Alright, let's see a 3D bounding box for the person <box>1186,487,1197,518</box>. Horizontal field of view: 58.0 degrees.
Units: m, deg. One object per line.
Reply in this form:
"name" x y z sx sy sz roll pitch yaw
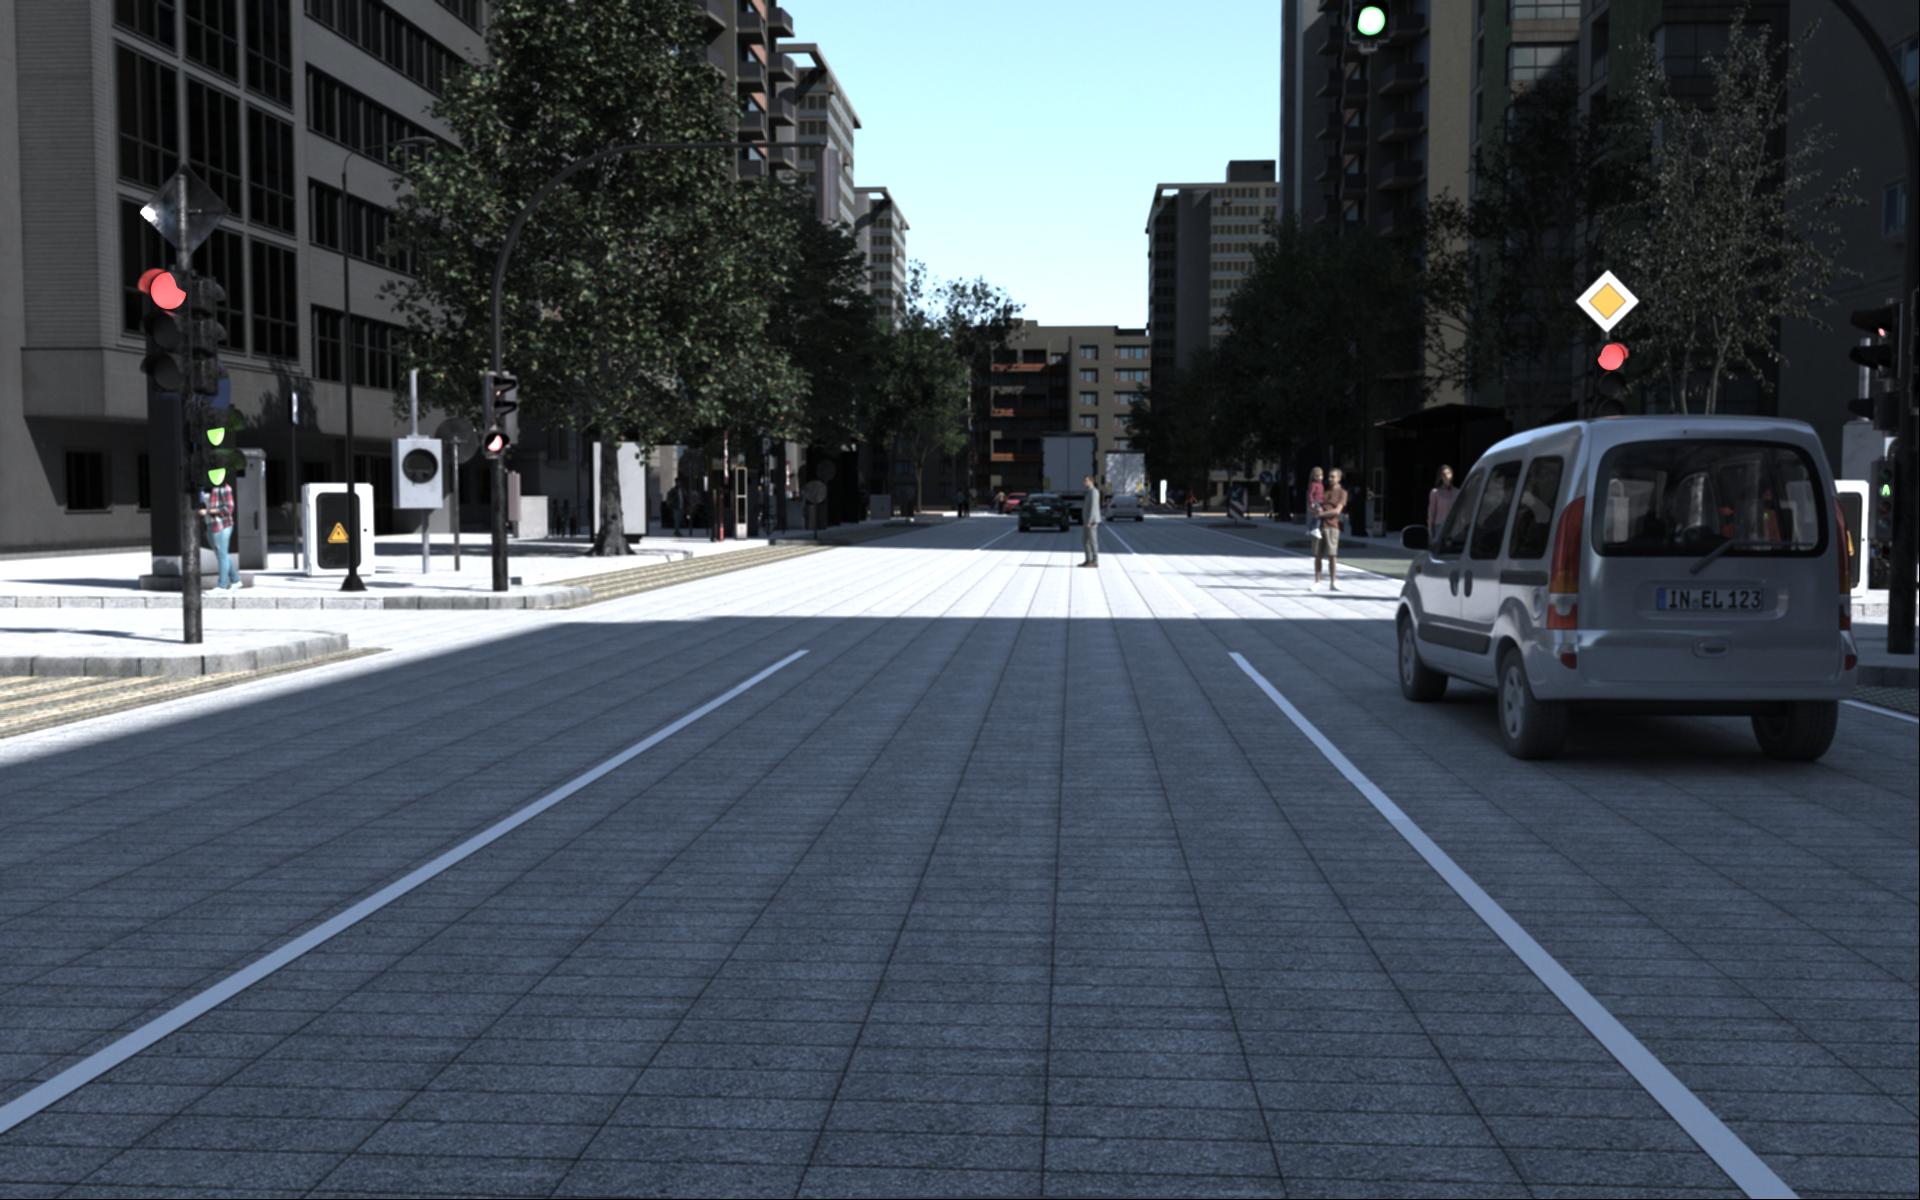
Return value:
"person" 13.922 -5.885 104.659 0.705 1.831 1.348 -1 4 -21

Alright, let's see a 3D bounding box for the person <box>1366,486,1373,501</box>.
"person" 24.215 -5.885 102.976 0.721 1.735 1.217 -3 4 -37

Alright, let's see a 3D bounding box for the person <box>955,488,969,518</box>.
"person" 0.043 -5.912 105.142 0.705 1.826 1.348 -2 4 -35

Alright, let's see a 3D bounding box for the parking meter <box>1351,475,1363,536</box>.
"parking meter" 12.136 -2.874 52.707 0.399 1.863 0.255 2 4 29

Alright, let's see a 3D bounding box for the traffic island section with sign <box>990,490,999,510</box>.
"traffic island section with sign" 2.810 -8.789 152.327 1.989 1.847 2.006 0 4 4

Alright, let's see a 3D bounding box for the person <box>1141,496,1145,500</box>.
"person" 13.695 -7.619 133.794 1.217 1.735 0.721 0 4 -4

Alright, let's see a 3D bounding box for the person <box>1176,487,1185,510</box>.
"person" 18.048 -8.316 141.871 0.709 1.838 0.599 1 4 20

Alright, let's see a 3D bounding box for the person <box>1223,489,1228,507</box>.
"person" 26.579 -10.142 171.858 0.705 1.826 1.348 -2 4 -27

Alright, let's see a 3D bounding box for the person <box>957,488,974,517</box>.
"person" 0.385 -6.121 108.708 1.348 1.807 0.705 -2 4 -35

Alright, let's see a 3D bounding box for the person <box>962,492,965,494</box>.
"person" 0.552 -9.287 157.889 1.348 1.824 0.705 -1 4 -13

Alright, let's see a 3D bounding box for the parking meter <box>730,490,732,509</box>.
"parking meter" -13.245 -5.539 98.972 0.372 1.533 0.369 0 3 0

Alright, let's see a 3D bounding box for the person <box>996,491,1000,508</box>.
"person" 3.767 -9.827 169.836 0.621 1.740 0.551 3 4 37

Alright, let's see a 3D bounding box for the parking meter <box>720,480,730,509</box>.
"parking meter" -10.000 -4.160 73.733 0.399 1.863 0.255 -3 4 -36

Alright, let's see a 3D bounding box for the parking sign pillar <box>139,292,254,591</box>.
"parking sign pillar" -10.433 -2.146 23.567 1.447 3.967 1.447 1 4 12

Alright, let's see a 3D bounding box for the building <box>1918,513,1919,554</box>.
"building" 31.341 -25.368 38.474 21.600 48.544 21.300 0 4 4

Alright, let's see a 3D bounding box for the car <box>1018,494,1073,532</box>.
"car" 3.253 -3.354 66.628 2.131 1.459 4.920 0 4 6

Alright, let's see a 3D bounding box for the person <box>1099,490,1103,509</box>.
"person" 13.747 -9.802 168.773 0.705 1.822 1.348 0 4 -1

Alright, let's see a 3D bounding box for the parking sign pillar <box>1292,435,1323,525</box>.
"parking sign pillar" 14.798 -5.184 73.232 1.447 3.967 1.447 0 4 -7

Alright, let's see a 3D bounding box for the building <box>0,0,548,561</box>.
"building" -22.671 -13.950 47.156 14.314 24.678 30.058 0 4 4

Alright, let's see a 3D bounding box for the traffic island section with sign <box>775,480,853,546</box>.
"traffic island section with sign" -4.062 -2.446 48.617 1.989 1.847 2.006 0 4 4

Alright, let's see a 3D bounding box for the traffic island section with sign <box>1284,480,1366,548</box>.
"traffic island section with sign" 9.751 -2.315 46.483 1.989 1.847 2.006 0 4 4

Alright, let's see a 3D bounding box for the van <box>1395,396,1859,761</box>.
"van" 3.865 -0.225 10.695 2.013 2.044 4.112 0 4 2

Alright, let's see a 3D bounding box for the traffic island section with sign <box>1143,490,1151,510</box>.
"traffic island section with sign" 16.683 -8.715 151.113 1.989 1.847 2.006 0 4 4

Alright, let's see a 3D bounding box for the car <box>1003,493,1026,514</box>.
"car" 4.154 -6.985 123.246 2.155 1.783 4.494 0 4 6

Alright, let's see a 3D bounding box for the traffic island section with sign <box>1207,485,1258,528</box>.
"traffic island section with sign" 11.548 -3.970 73.532 1.989 1.847 2.006 0 4 4

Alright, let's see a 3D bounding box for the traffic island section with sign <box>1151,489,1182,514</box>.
"traffic island section with sign" 14.901 -7.070 124.216 1.989 1.847 2.006 0 4 4

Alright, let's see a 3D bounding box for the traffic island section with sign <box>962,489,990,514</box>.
"traffic island section with sign" 0.968 -7.087 124.502 1.989 1.847 2.006 0 4 4

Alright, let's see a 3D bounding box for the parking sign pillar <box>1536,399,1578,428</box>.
"parking sign pillar" 16.886 -3.729 49.448 1.447 3.967 1.447 0 4 8

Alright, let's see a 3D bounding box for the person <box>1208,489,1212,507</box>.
"person" 24.779 -10.151 172.732 0.721 1.743 1.217 0 4 7

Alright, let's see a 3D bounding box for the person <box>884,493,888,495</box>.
"person" -7.118 -9.846 170.251 0.697 1.427 0.421 -1 4 -19

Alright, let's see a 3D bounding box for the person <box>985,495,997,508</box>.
"person" 2.965 -9.409 162.328 1.348 1.826 0.705 -2 4 -35

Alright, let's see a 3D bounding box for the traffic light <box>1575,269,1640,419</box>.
"traffic light" 8.081 -2.013 21.826 0.839 4.253 0.868 0 4 4

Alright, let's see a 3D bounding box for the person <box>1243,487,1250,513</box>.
"person" 19.310 -6.754 117.133 0.621 1.740 0.551 3 5 39

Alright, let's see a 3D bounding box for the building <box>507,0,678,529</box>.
"building" -20.694 -17.513 73.722 14.401 28.519 23.554 0 4 4

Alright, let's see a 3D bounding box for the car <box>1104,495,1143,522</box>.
"car" 8.700 -4.854 91.721 2.083 1.381 4.827 0 4 3

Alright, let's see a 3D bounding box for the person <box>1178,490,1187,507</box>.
"person" 22.836 -10.271 176.445 1.348 1.822 0.705 1 4 13

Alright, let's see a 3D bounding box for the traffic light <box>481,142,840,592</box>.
"traffic light" -3.957 -2.934 22.640 4.771 5.953 1.251 0 4 4

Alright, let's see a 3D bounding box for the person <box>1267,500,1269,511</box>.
"person" 23.767 -7.784 133.303 0.705 1.826 1.348 1 4 14

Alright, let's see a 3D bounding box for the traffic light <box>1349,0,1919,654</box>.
"traffic light" 5.461 -2.397 13.855 4.771 5.953 1.251 0 4 4

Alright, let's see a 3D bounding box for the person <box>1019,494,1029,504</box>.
"person" 3.770 -5.521 102.003 0.697 1.427 0.421 -2 4 -35

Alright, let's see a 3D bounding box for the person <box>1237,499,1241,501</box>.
"person" 26.766 -9.658 167.187 0.697 1.427 0.421 1 4 15

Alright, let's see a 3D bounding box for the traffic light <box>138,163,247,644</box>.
"traffic light" -6.578 -1.581 14.775 0.839 4.253 0.868 0 4 4

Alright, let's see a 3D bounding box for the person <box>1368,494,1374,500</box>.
"person" 24.501 -5.794 101.476 1.217 1.736 0.721 -1 4 -13

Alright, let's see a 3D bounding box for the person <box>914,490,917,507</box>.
"person" -4.422 -10.249 174.336 1.217 1.735 0.721 -2 4 -27

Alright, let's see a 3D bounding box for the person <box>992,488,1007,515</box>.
"person" 2.797 -6.780 119.363 1.348 1.823 0.705 -3 5 -42

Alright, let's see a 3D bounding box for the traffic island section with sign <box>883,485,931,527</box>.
"traffic island section with sign" -2.274 -4.092 75.533 1.989 1.847 2.006 0 4 4
